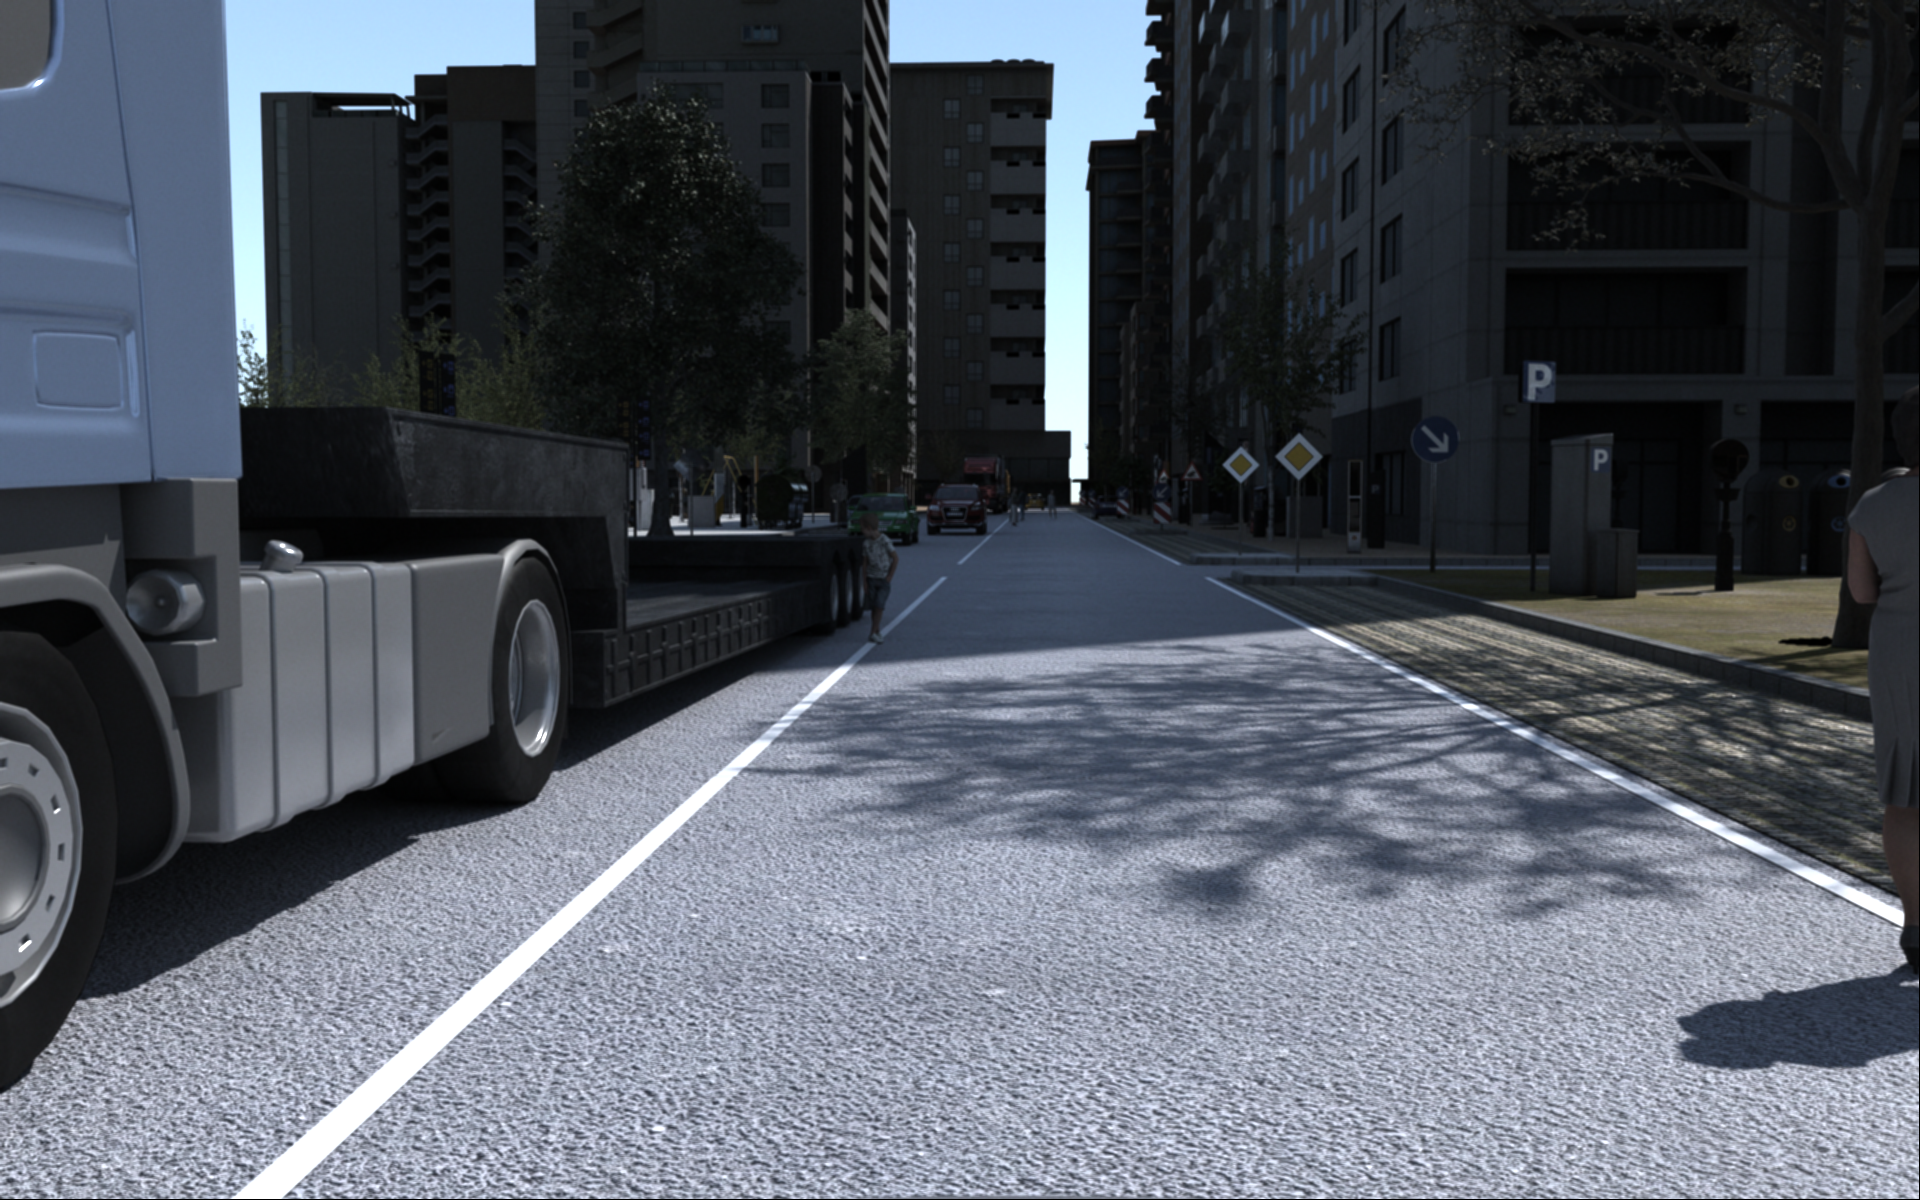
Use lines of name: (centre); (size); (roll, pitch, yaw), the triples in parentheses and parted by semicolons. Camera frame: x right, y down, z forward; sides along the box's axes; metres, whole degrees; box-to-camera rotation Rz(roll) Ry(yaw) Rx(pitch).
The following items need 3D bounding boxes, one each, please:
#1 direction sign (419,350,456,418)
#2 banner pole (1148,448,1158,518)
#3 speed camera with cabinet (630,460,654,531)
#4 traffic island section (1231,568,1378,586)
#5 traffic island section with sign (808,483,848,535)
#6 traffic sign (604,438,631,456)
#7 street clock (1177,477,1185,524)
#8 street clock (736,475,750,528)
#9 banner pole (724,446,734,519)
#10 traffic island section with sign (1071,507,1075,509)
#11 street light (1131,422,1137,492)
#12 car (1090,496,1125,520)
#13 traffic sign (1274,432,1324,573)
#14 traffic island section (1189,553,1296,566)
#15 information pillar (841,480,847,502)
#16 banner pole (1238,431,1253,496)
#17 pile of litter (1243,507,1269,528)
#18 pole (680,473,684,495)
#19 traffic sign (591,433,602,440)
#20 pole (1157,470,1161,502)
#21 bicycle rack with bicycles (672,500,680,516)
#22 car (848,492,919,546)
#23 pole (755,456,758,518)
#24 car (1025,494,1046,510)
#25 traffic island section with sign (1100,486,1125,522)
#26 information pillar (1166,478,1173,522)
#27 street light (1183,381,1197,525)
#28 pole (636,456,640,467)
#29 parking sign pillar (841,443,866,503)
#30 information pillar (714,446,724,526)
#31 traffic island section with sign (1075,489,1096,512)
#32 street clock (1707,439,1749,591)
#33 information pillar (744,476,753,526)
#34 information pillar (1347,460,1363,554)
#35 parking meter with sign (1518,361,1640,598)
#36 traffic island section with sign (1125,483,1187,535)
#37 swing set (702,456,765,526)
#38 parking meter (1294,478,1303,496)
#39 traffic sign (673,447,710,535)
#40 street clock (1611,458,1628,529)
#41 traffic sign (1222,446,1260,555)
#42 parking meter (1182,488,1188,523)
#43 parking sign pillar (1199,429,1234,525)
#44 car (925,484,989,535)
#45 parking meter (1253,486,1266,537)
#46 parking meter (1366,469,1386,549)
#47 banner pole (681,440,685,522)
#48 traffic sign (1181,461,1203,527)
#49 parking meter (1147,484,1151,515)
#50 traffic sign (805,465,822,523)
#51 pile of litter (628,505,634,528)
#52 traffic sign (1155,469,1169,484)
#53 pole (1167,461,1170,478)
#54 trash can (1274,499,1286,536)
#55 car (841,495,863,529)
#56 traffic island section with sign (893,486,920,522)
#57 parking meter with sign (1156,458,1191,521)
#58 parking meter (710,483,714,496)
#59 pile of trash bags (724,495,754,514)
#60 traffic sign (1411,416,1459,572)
direction sign: (-8.358, -2.189, 27.791); (0.379, 3.537, 0.876); (1, 4, 20)
banner pole: (10.518, -6.344, 93.738); (0.401, 3.779, 0.863); (-2, 4, -24)
speed camera with cabinet: (-11.163, -4.075, 60.957); (0.660, 3.252, 2.038); (1, 4, 9)
traffic island section: (5.523, -0.365, 28.243); (2.009, 0.180, 2.903); (0, 4, 3)
traffic island section with sign: (-4.283, -3.234, 61.510); (1.989, 1.847, 2.006); (0, 4, 3)
traffic sign: (-7.818, -2.385, 39.109); (0.768, 2.556, 0.104); (0, 4, 3)
street clock: (9.549, -4.298, 74.834); (0.358, 2.002, 0.471); (0, 4, 3)
street clock: (-8.267, -3.764, 66.112); (0.471, 2.002, 0.358); (-2, 4, -33)
banner pole: (-12.144, -6.112, 89.944); (0.863, 3.779, 0.401); (-3, 4, -38)
traffic island section with sign: (11.582, -9.585, 165.348); (1.989, 1.847, 2.006); (0, 4, 3)
street light: (11.138, -8.430, 110.615); (0.468, 5.910, 1.993); (0, 4, 3)
car: (8.385, -5.236, 98.194); (1.945, 1.354, 3.894); (0, 4, 2)
traffic sign: (5.499, -1.500, 28.166); (0.795, 2.450, 0.064); (0, 4, 3)
traffic island section: (5.875, -0.853, 36.220); (2.009, 0.180, 2.903); (0, 4, 3)
information pillar: (-5.945, -5.150, 88.702); (0.304, 2.012, 0.304); (0, 4, -4)
banner pole: (11.380, -4.823, 68.876); (0.863, 3.779, 0.401); (-1, 4, -22)
pile of litter: (11.441, -3.222, 66.646); (1.176, 0.858, 1.719); (2, 4, 32)
pole: (-15.822, -6.406, 98.575); (0.158, 3.312, 0.155); (0, 3, 0)
traffic sign: (-6.033, -1.532, 28.694); (0.795, 2.450, 0.064); (0, 4, 3)
pole: (12.030, -6.778, 104.668); (0.158, 3.312, 0.155); (0, 3, 0)
bicycle rack with bicycles: (-15.894, -5.377, 101.292); (2.925, 0.926, 2.852); (-2, 4, -34)
car: (-2.169, -2.494, 49.575); (1.959, 1.807, 4.718); (0, 4, 2)
pole: (-10.767, -5.983, 91.671); (0.158, 3.312, 0.155); (0, 3, 0)
car: (6.613, -8.783, 153.820); (2.015, 1.641, 3.980); (0, 4, 2)
traffic island section with sign: (8.218, -4.914, 88.971); (1.989, 1.847, 2.006); (0, 4, 3)
information pillar: (9.747, -4.659, 80.672); (0.304, 2.012, 0.304); (0, 4, 0)
street light: (9.353, -5.988, 70.685); (0.468, 5.910, 1.993); (0, 4, 3)
pole: (-17.179, -6.025, 92.351); (0.158, 3.312, 0.155); (0, 3, 0)
parking sign pillar: (-5.632, -6.299, 91.456); (1.447, 3.967, 1.447); (-1, 4, -14)
information pillar: (-9.664, -4.773, 69.386); (0.183, 3.616, 0.504); (2, 4, 35)
traffic island section with sign: (10.396, -7.931, 138.293); (1.989, 1.847, 2.006); (0, 4, 3)
street clock: (10.165, -1.126, 22.979); (0.471, 2.002, 0.358); (0, 4, 8)
information pillar: (-8.555, -3.991, 69.743); (0.304, 2.012, 0.304); (1, 4, 22)
information pillar: (8.530, -2.015, 37.436); (0.304, 2.012, 0.304); (1, 4, 11)
parking meter with sign: (7.889, -1.576, 22.028); (0.543, 3.016, 1.738); (-1, 4, -23)
traffic island section with sign: (6.999, -3.228, 61.403); (1.989, 1.847, 2.006); (0, 4, 3)
swing set: (-9.658, -4.546, 71.955); (2.862, 2.851, 3.119); (0, 4, 0)
parking meter: (12.049, -3.424, 61.687); (0.255, 1.863, 0.399); (2, 4, 29)
traffic sign: (-5.681, -2.020, 36.671); (0.795, 2.450, 0.064); (0, 4, 3)
street clock: (13.381, -1.875, 35.234); (0.358, 2.002, 0.471); (0, 4, 0)
traffic sign: (5.851, -1.988, 36.144); (0.795, 2.450, 0.064); (0, 4, 3)
parking meter: (9.823, -4.113, 75.658); (0.372, 1.533, 0.369); (0, 3, 0)
parking sign pillar: (10.684, -5.113, 72.067); (1.447, 3.967, 1.447); (-2, 4, -35)
car: (-0.075, -3.286, 62.401); (2.281, 1.827, 5.304); (0, 4, 2)
parking meter: (8.909, -2.635, 51.497); (0.372, 1.533, 0.369); (0, 3, 0)
parking meter: (9.788, -2.144, 40.769); (0.399, 1.863, 0.255); (2, 4, 28)
banner pole: (-12.594, -5.437, 78.914); (0.401, 3.779, 0.863); (0, 4, 3)
traffic sign: (9.019, -4.123, 67.411); (0.884, 2.594, 0.081); (0, 4, 8)
parking meter: (11.506, -6.093, 105.339); (0.255, 1.863, 0.399); (0, 4, 6)
traffic sign: (-6.452, -4.645, 76.055); (0.768, 2.556, 0.104); (0, 4, 7)
pile of litter: (-12.885, -3.211, 66.469); (1.176, 0.858, 1.719); (2, 4, 32)
traffic sign: (10.380, -5.398, 88.257); (0.884, 2.594, 0.081); (0, 4, 6)
pole: (13.001, -6.994, 108.191); (0.158, 3.312, 0.155); (0, 3, 0)
trash can: (9.797, -2.513, 52.733); (0.748, 1.137, 0.748); (0, 3, 0)
car: (-3.985, -3.756, 73.410); (2.014, 1.417, 4.499); (0, 4, 3)
traffic island section with sign: (-3.065, -4.923, 89.114); (1.989, 1.847, 2.006); (0, 4, 3)
parking meter with sign: (10.382, -5.361, 83.912); (1.738, 3.016, 0.543); (2, 4, 30)
parking meter: (-12.646, -5.083, 88.811); (0.255, 1.863, 0.399); (1, 4, 18)
pile of trash bags: (-14.720, -6.178, 110.769); (3.447, 1.369, 1.912); (2, 4, 25)
traffic sign: (7.754, -1.727, 28.341); (0.768, 2.556, 0.104); (0, 4, 5)
